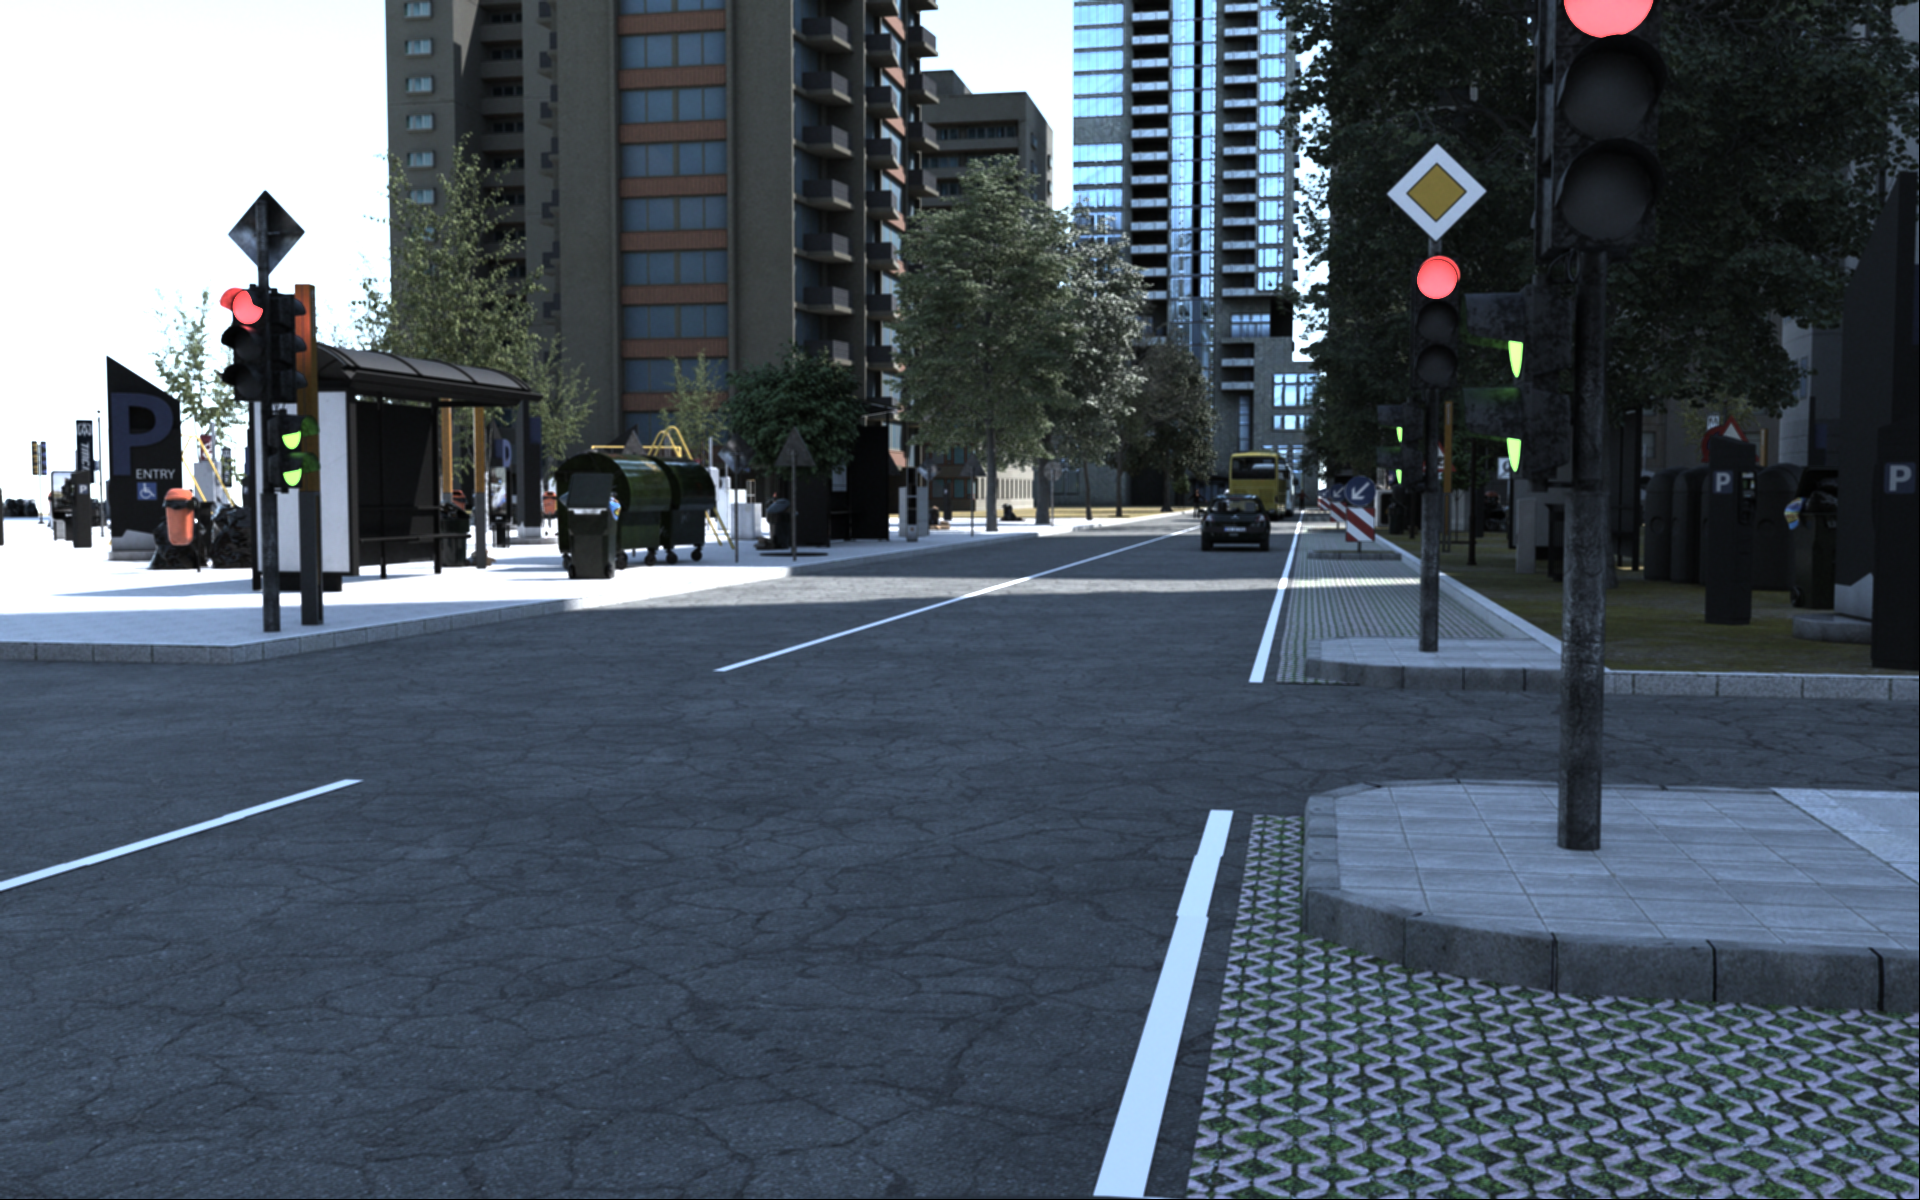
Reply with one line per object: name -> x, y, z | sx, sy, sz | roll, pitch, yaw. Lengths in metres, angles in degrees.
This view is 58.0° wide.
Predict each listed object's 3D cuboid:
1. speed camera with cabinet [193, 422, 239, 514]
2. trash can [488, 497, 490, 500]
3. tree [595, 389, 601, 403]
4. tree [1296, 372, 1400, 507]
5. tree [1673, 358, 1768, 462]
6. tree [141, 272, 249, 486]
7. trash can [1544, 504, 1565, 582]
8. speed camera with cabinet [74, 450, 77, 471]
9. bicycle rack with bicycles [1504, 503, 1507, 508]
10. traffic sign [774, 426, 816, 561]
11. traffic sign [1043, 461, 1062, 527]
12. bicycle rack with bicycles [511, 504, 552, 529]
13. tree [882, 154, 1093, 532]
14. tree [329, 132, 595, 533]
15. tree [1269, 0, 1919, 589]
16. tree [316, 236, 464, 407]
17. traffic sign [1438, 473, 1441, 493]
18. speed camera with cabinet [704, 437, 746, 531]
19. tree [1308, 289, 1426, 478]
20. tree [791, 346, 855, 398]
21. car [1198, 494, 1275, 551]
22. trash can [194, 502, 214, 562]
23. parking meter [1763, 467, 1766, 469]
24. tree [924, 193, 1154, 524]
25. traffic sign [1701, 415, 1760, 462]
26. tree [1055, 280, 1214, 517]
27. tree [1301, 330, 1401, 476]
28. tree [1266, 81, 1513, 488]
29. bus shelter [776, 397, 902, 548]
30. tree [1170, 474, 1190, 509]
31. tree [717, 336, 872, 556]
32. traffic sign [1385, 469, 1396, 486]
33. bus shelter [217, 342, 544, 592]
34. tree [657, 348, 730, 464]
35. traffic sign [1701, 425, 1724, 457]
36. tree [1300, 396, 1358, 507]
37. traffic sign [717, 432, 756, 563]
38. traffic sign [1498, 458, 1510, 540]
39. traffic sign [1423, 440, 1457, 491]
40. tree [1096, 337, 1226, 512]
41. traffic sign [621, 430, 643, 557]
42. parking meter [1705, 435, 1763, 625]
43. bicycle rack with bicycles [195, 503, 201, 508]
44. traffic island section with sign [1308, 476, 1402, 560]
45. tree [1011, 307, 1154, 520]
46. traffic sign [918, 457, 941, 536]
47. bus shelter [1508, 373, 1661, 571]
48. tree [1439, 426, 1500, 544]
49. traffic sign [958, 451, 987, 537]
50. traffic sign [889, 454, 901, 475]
speed camera with cabinet -> -20.612, -3.280, 47.971 | 0.660, 3.252, 2.038 | 0, 4, -5
trash can -> -21.544, -4.139, 79.327 | 0.748, 1.137, 0.748 | 0, 3, 0
tree -> -18.623, -7.804, 77.957 | 4.737, 8.622, 4.395 | 0, 3, 0
tree -> 28.652, -12.596, 122.952 | 9.611, 12.733, 9.660 | 0, 3, 0
tree -> 36.074, -8.054, 82.052 | 4.737, 8.622, 4.395 | 0, 3, 0
tree -> -25.284, -6.595, 58.193 | 4.737, 8.622, 4.395 | 0, 3, 0
trash can -> 8.926, -0.837, 25.332 | 0.748, 1.137, 0.748 | 0, 3, 0
speed camera with cabinet -> -40.186, -5.116, 77.988 | 0.660, 3.252, 2.038 | -3, 5, -42
bicycle rack with bicycles -> 26.545, -4.256, 82.970 | 2.925, 0.926, 2.852 | 2, 4, 26
traffic sign -> -3.171, -2.027, 33.144 | 0.884, 2.594, 0.081 | 1, 4, 20
traffic sign -> 3.588, -4.102, 67.166 | 0.768, 2.556, 0.104 | 1, 4, 20
bicycle rack with bicycles -> -16.364, -3.139, 64.700 | 2.852, 0.926, 2.925 | -1, 4, -10
tree -> 0.843, -8.573, 58.292 | 7.486, 12.596, 7.792 | 0, 3, 0
tree -> -10.721, -5.242, 36.067 | 4.737, 8.622, 4.395 | 0, 3, 0
tree -> 8.674, -7.131, 23.240 | 9.857, 13.997, 8.962 | 0, 3, 0
tree -> -16.067, -6.011, 48.637 | 4.360, 8.622, 3.978 | 0, 3, 0
traffic sign -> 13.719, -2.912, 49.741 | 0.606, 2.300, 0.079 | 1, 4, 19
speed camera with cabinet -> -8.388, -4.060, 60.716 | 0.660, 3.252, 2.038 | 2, 4, 35
tree -> 22.772, -10.732, 93.603 | 7.486, 12.596, 7.792 | 0, 3, 0
tree -> -7.254, -8.240, 85.091 | 4.737, 8.622, 4.395 | 0, 3, 0
car -> 7.163, -2.149, 44.917 | 2.009, 1.686, 4.222 | 1, 4, 10
trash can -> -14.443, -1.285, 32.664 | 0.748, 1.137, 0.748 | 0, 3, 0
parking meter -> 15.733, -1.729, 33.982 | 0.255, 1.863, 0.399 | -3, 5, -44
tree -> 3.437, -10.216, 73.681 | 9.857, 13.997, 8.962 | 0, 3, 0
traffic sign -> 12.720, -1.752, 28.644 | 0.884, 2.594, 0.081 | 1, 4, 20
tree -> 8.911, -11.405, 96.848 | 12.009, 13.543, 11.850 | 0, 3, 0
tree -> 24.206, -10.844, 103.061 | 9.928, 11.665, 9.643 | 0, 3, 0
tree -> 19.843, -13.543, 77.311 | 12.611, 20.169, 13.585 | 0, 3, 0
bus shelter -> -3.025, -3.254, 44.479 | 1.731, 3.624, 6.357 | 1, 4, 11
tree -> 18.867, -9.493, 149.804 | 1.663, 3.219, 1.824 | 0, 3, 0
tree -> -3.431, -3.216, 36.294 | 4.285, 4.588, 4.351 | 0, 3, 0
traffic sign -> 21.430, -5.297, 86.710 | 0.768, 2.556, 0.104 | 1, 4, 18
bus shelter -> -8.194, -1.917, 25.262 | 2.014, 3.302, 5.546 | 1, 4, 11
tree -> -13.605, -8.421, 88.048 | 4.737, 8.622, 4.395 | 0, 3, 0
traffic sign -> 14.099, -1.954, 32.056 | 0.768, 2.556, 0.104 | 1, 4, 21
tree -> 35.059, -14.861, 153.348 | 12.009, 13.543, 11.850 | 0, 3, 0
traffic sign -> -4.180, -1.908, 32.377 | 0.795, 2.450, 0.064 | 1, 4, 18
traffic sign -> 15.407, -2.845, 48.646 | 0.606, 2.300, 0.079 | 1, 4, 13
traffic sign -> 11.419, -2.535, 41.456 | 0.884, 2.594, 0.081 | 1, 4, 19
tree -> 14.975, -12.769, 125.775 | 9.611, 12.733, 9.660 | 0, 3, 0
traffic sign -> -6.653, -2.156, 35.253 | 0.884, 2.594, 0.081 | 1, 4, 21
parking meter -> 7.595, -0.694, 17.056 | 0.255, 1.863, 0.399 | -2, 4, -29
bicycle rack with bicycles -> -30.324, -3.339, 67.974 | 2.925, 0.926, 2.852 | 2, 4, 30
traffic island section with sign -> 8.703, -1.811, 38.239 | 1.989, 1.847, 2.006 | 1, 4, 11
tree -> 6.052, -9.183, 84.553 | 7.601, 10.594, 8.767 | 2, 4, 31
traffic sign -> -0.969, -3.192, 53.377 | 0.795, 2.450, 0.064 | 1, 4, 13
bus shelter -> 11.052, -2.288, 31.333 | 2.014, 3.302, 5.546 | 1, 4, 11
tree -> 12.906, -3.089, 45.115 | 1.663, 3.219, 1.824 | 0, 3, 0
traffic sign -> 0.369, -3.191, 52.180 | 0.884, 2.594, 0.081 | 1, 4, 17
traffic sign -> -2.097, -2.990, 48.886 | 0.884, 2.594, 0.081 | 1, 4, 14
